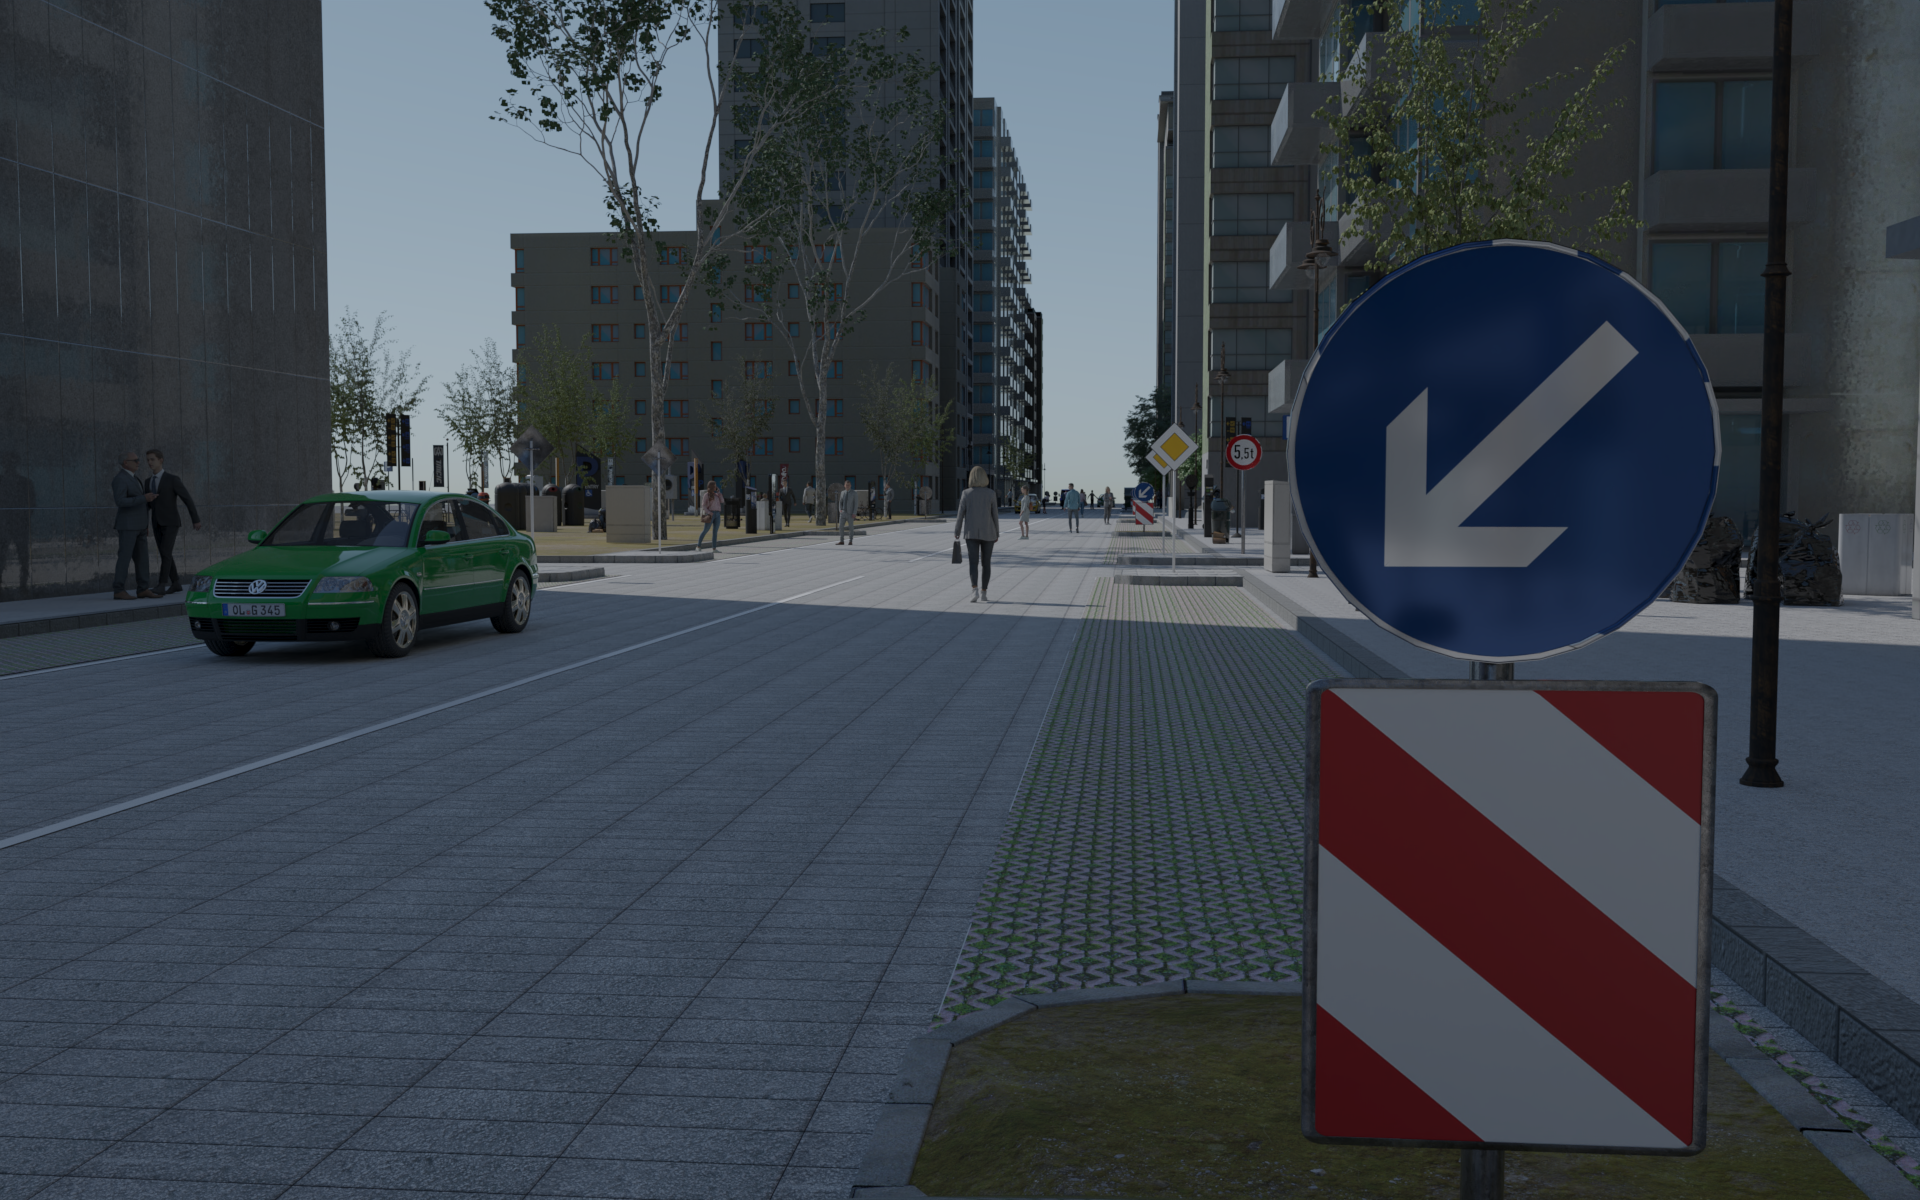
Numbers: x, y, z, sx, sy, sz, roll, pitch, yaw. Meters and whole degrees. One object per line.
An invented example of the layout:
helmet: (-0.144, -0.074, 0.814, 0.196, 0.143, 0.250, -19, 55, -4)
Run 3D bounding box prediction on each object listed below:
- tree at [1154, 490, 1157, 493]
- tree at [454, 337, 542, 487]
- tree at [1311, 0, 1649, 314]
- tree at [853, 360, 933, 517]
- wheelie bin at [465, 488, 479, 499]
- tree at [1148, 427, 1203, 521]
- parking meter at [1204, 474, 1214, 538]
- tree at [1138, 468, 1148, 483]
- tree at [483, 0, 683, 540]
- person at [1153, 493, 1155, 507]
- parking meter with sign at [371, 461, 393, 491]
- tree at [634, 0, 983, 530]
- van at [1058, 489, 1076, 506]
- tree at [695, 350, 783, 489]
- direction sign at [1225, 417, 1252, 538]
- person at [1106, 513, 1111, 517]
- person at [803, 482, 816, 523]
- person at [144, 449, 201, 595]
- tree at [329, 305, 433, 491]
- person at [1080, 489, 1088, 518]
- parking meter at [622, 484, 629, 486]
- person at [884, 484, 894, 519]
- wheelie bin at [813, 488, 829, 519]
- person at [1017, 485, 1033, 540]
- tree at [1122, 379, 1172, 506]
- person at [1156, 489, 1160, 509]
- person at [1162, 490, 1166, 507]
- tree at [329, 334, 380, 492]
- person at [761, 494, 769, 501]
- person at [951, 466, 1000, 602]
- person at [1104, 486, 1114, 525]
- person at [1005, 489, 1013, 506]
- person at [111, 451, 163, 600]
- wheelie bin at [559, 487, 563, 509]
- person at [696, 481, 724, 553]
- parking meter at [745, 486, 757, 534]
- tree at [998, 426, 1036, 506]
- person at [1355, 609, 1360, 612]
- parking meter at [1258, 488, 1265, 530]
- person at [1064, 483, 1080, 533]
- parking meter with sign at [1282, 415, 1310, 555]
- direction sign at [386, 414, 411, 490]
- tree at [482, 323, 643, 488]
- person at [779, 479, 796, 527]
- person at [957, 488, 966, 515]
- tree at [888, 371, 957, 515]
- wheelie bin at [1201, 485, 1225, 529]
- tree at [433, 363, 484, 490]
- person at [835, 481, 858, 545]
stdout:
tree: (26.611, -15.368, 245.869, 1.663, 3.219, 1.824, 0, 3, 0)
tree: (-21.313, -7.972, 80.699, 4.360, 8.622, 3.978, 0, 3, 0)
tree: (6.412, -4.413, 22.507, 4.737, 8.622, 4.395, 0, 3, 0)
tree: (-3.936, -8.864, 95.288, 4.360, 8.622, 3.978, 0, 3, 0)
wheelie bin: (-26.371, -5.250, 93.748, 0.980, 1.594, 0.693, 1, 4, 22)
tree: (11.613, -6.067, 82.901, 4.285, 4.588, 4.351, 0, 3, 0)
parking meter: (7.355, -2.783, 51.215, 0.255, 1.863, 0.399, 0, 4, 4)
tree: (19.968, -11.848, 177.434, 4.285, 4.588, 4.351, 0, 3, 0)
tree: (-7.340, -11.697, 47.141, 12.611, 20.169, 13.585, 0, 3, 0)
person: (19.545, -10.044, 173.517, 0.557, 1.426, 1.065, 2, 4, 25)
parking meter with sign: (-30.789, -5.829, 91.573, 0.543, 3.016, 1.738, 2, 4, 24)
tree: (-5.333, -13.154, 70.955, 12.611, 20.169, 13.585, 0, 3, 0)
van: (12.724, -12.152, 203.064, 2.240, 2.365, 5.245, 0, 4, 6)
tree: (-10.996, -8.413, 87.920, 4.360, 8.622, 3.978, 0, 3, 0)
direction sign: (8.196, -3.614, 51.091, 0.876, 3.537, 0.379, -1, 4, -22)
person: (9.092, -5.908, 106.898, 0.330, 1.601, 0.589, -3, 4, -38)
person: (-6.692, -4.380, 77.508, 0.661, 1.843, 0.795, -2, 4, -31)
person: (-10.135, -0.988, 21.978, 0.659, 1.850, 0.755, 1, 4, 16)
tree: (-23.250, -7.216, 68.336, 4.360, 8.622, 3.978, 0, 3, 0)
person: (7.479, -5.921, 105.906, 0.593, 1.750, 0.643, 2, 4, 34)
parking meter: (-19.459, -5.829, 101.019, 0.255, 1.863, 0.399, 3, 4, 36)
person: (-3.616, -4.990, 87.808, 0.473, 1.802, 0.592, -1, 4, -14)
wheelie bin: (-7.199, -5.034, 90.207, 0.980, 1.594, 0.693, -1, 4, -16)
person: (2.054, -2.757, 54.583, 0.522, 1.701, 0.512, 0, 4, -2)
tree: (22.351, -17.572, 193.957, 9.857, 13.997, 8.962, 0, 3, 0)
person: (17.585, -9.000, 153.719, 0.617, 1.759, 0.750, -1, 4, -21)
person: (19.890, -10.079, 170.795, 0.705, 1.831, 1.348, 3, 4, 37)
tree: (-27.542, -7.727, 76.703, 4.737, 8.622, 4.395, 0, 3, 0)
person: (-8.921, -4.207, 79.104, 0.475, 1.303, 0.640, -1, 4, -19)
person: (0.176, -0.879, 23.057, 0.709, 1.800, 0.728, 0, 3, 0)
person: (6.964, -4.413, 80.838, 0.537, 1.800, 0.526, -1, 4, -11)
person: (5.157, -10.582, 179.039, 0.705, 1.826, 1.348, 3, 4, 36)
person: (-9.998, -0.908, 21.068, 0.590, 1.801, 0.661, 0, 4, -7)
wheelie bin: (-18.370, -4.360, 79.196, 0.693, 1.594, 0.980, 1, 4, 23)
person: (-6.096, -2.015, 42.039, 0.643, 1.750, 0.593, 3, 5, 39)
parking meter: (-6.747, -2.908, 55.950, 0.372, 1.533, 0.369, 0, 3, 0)
tree: (5.861, -14.411, 185.985, 4.737, 8.622, 4.395, 0, 3, 0)
person: (4.602, -0.832, 19.010, 0.648, 1.900, 0.474, -2, 4, -27)
parking meter: (10.876, -3.278, 62.012, 0.372, 1.533, 0.369, 0, 3, 0)
person: (4.136, -3.384, 63.692, 0.638, 1.841, 0.748, 0, 4, -4)
parking meter with sign: (7.300, -2.516, 37.392, 0.543, 3.016, 1.738, 0, 4, 5)
direction sign: (-15.928, -3.498, 49.193, 0.379, 3.537, 0.876, 2, 4, 28)
tree: (-16.909, -7.557, 73.925, 4.737, 8.622, 4.395, 0, 3, 0)
person: (-6.779, -3.785, 67.701, 0.659, 1.850, 0.755, 0, 4, 5)
person: (0.217, -5.943, 105.763, 0.850, 1.850, 0.679, 1, 4, 19)
tree: (-2.457, -9.410, 104.212, 4.737, 8.622, 4.395, 0, 3, 0)
wheelie bin: (9.120, -3.335, 62.434, 0.693, 1.594, 0.980, -1, 4, -14)
tree: (-27.685, -9.067, 98.602, 4.737, 8.622, 4.395, 0, 3, 0)
person: (-3.159, -2.451, 48.679, 0.635, 1.810, 0.391, 1, 4, 19)
